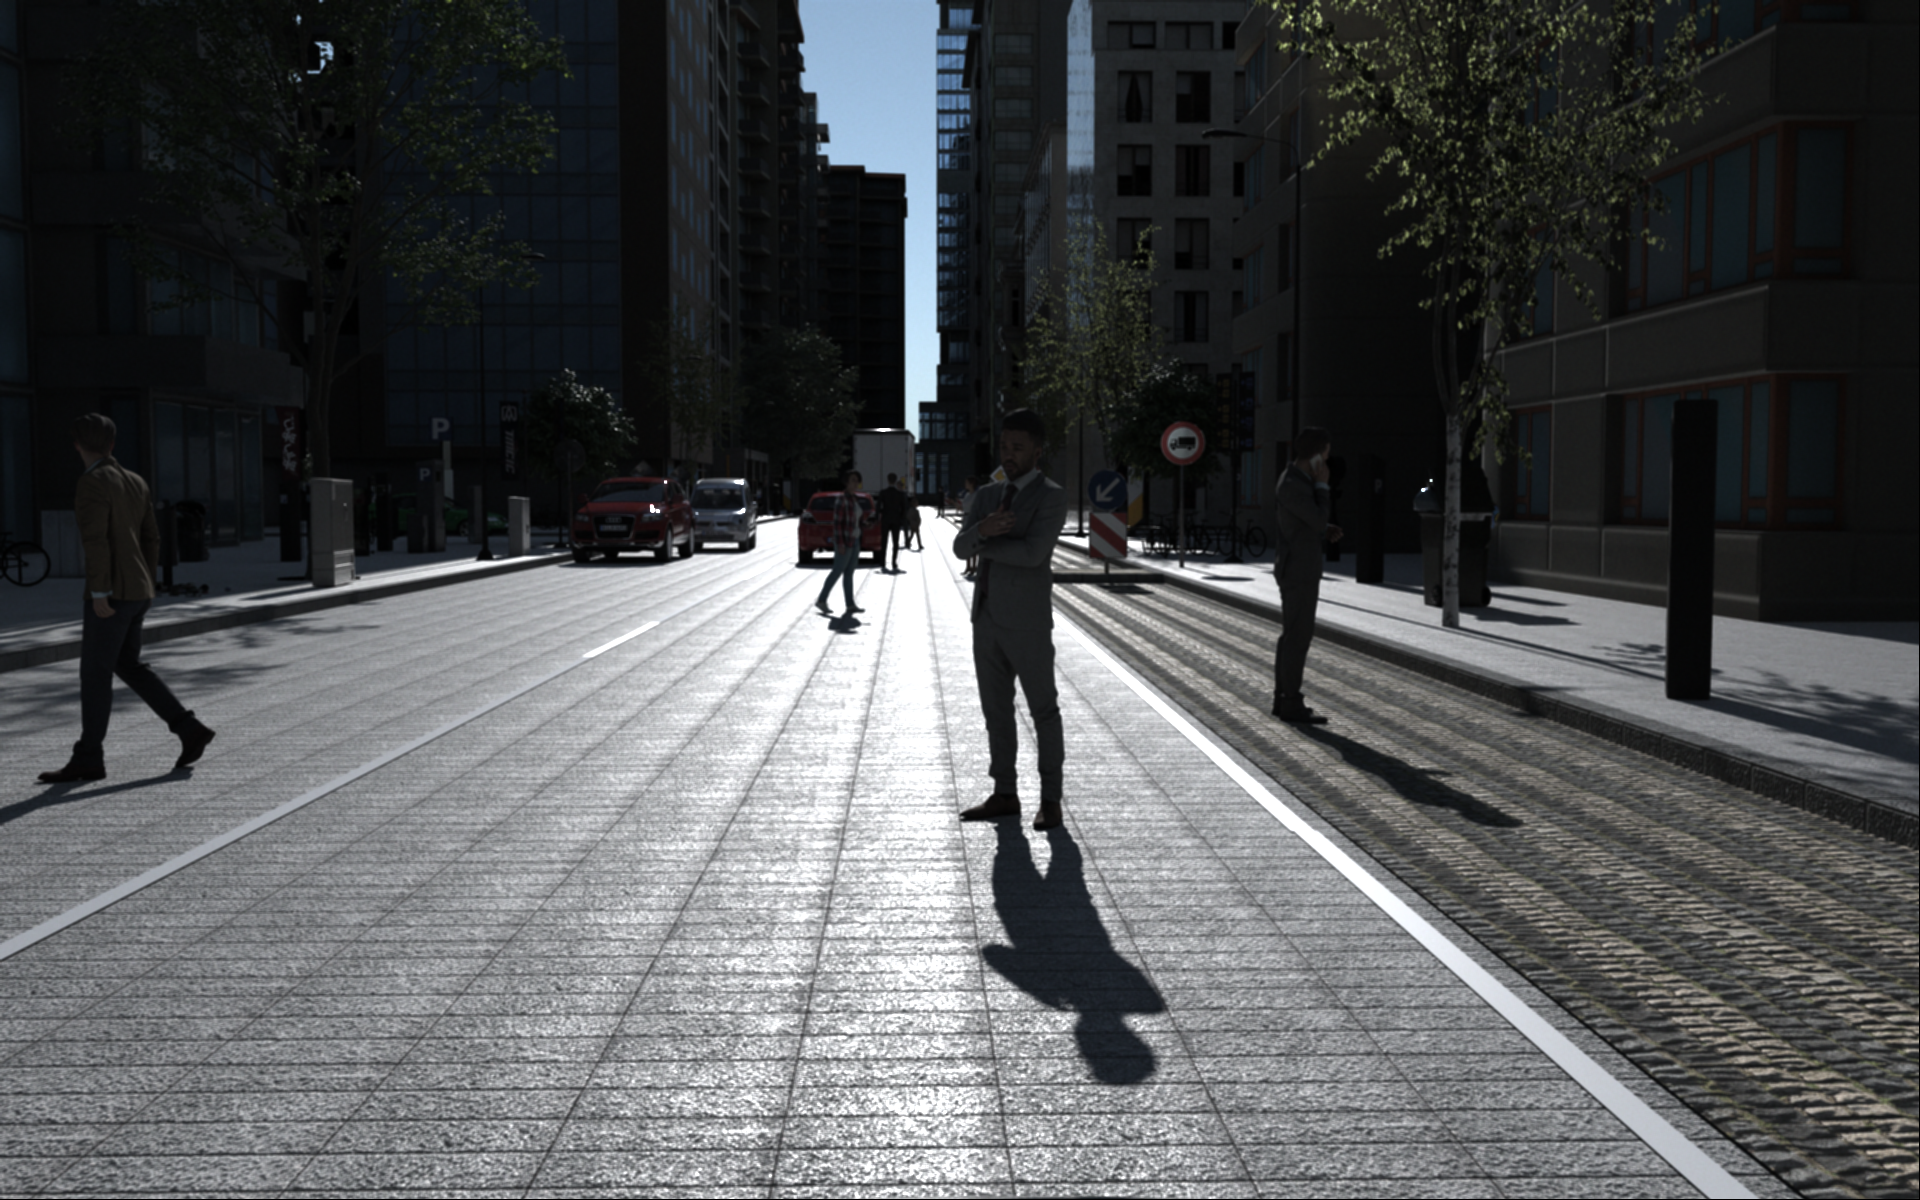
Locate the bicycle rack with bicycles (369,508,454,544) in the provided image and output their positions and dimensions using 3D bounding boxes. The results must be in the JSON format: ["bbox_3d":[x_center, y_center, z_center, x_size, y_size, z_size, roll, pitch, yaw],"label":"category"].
[{"bbox_3d":[-14.416,-1.924,44.841,2.852,0.926,2.925,-1,4,-15],"label":"bicycle rack with bicycles"}]

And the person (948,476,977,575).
[{"bbox_3d":[0.099,-1.320,30.647,0.524,1.755,0.480,-2,4,-32],"label":"person"}]

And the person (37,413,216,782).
[{"bbox_3d":[-4.278,-0.027,8.845,0.836,1.842,0.656,-2,4,-32],"label":"person"}]

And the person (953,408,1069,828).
[{"bbox_3d":[0.209,0.071,7.525,0.511,1.800,0.466,2,4,26],"label":"person"}]

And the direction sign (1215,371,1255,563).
[{"bbox_3d":[5.126,-2.467,32.333,0.379,3.537,0.876,-3,5,-44],"label":"direction sign"}]

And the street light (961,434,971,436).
[{"bbox_3d":[0.789,-9.887,134.188,1.470,5.913,1.316,0,4,-2],"label":"street light"}]

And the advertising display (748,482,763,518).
[{"bbox_3d":[-10.875,-5.280,91.535,0.974,1.923,0.123,1,4,17],"label":"advertising display"}]

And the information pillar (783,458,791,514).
[{"bbox_3d":[-10.973,-7.250,109.895,0.504,3.616,0.183,1,4,11],"label":"information pillar"}]

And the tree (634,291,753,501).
[{"bbox_3d":[-9.854,-6.938,63.798,4.737,8.622,4.395,0,3,0],"label":"tree"}]

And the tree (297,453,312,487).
[{"bbox_3d":[-35.378,-6.530,90.478,4.285,4.588,4.351,0,3,0],"label":"tree"}]

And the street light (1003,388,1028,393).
[{"bbox_3d":[2.486,-6.308,75.678,1.470,5.913,1.316,0,4,-2],"label":"street light"}]

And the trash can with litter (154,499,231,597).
[{"bbox_3d":[-10.288,-0.688,22.309,1.678,1.210,2.233,-2,4,-31],"label":"trash can with litter"}]

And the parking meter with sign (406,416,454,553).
[{"bbox_3d":[-11.695,-2.562,38.152,0.543,3.016,1.738,0,4,3],"label":"parking meter with sign"}]

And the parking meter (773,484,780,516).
[{"bbox_3d":[-10.778,-5.873,101.734,0.255,1.863,0.399,-3,4,-38],"label":"parking meter"}]

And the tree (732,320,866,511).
[{"bbox_3d":[-12.027,-13.509,127.527,9.857,13.997,8.962,0,3,0],"label":"tree"}]

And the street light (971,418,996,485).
[{"bbox_3d":[1.597,-8.122,105.343,1.470,5.913,1.316,0,4,-2],"label":"street light"}]

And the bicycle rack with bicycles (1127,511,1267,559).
[{"bbox_3d":[4.601,-1.373,35.830,2.852,0.926,2.925,-1,4,-23],"label":"bicycle rack with bicycles"}]

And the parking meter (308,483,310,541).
[{"bbox_3d":[-14.722,-1.904,39.546,0.372,1.533,0.369,0,3,0],"label":"parking meter"}]

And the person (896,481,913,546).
[{"bbox_3d":[-1.589,-2.396,47.852,0.661,1.801,0.590,-3,5,-40],"label":"person"}]

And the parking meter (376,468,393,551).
[{"bbox_3d":[-12.945,-2.032,38.941,0.255,1.863,0.399,0,3,0],"label":"parking meter"}]

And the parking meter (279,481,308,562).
[{"bbox_3d":[-12.727,-1.498,32.909,0.372,1.533,0.369,0,3,0],"label":"parking meter"}]

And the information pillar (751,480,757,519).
[{"bbox_3d":[-10.775,-5.237,90.117,0.304,2.012,0.304,2,4,32],"label":"information pillar"}]

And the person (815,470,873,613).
[{"bbox_3d":[-1.396,-0.711,20.961,0.643,1.720,0.563,1,4,22],"label":"person"}]

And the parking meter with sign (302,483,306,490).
[{"bbox_3d":[-44.517,-7.451,118.084,1.738,3.016,0.543,0,4,-4],"label":"parking meter with sign"}]

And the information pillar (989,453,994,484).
[{"bbox_3d":[1.798,-6.596,99.202,0.183,3.616,0.504,2,4,24],"label":"information pillar"}]

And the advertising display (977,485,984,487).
[{"bbox_3d":[1.425,-6.989,119.478,0.123,1.923,0.974,2,4,29],"label":"advertising display"}]

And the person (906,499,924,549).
[{"bbox_3d":[-1.191,-1.966,44.919,0.475,1.303,0.640,2,4,35],"label":"person"}]

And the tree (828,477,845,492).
[{"bbox_3d":[-13.674,-12.001,190.824,1.663,3.219,1.824,0,3,0],"label":"tree"}]

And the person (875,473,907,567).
[{"bbox_3d":[-1.383,-1.569,33.930,0.659,1.850,0.755,-1,4,-11],"label":"person"}]

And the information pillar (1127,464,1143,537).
[{"bbox_3d":[5.231,-3.690,51.690,0.504,3.616,0.183,2,4,32],"label":"information pillar"}]

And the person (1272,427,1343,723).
[{"bbox_3d":[2.198,-0.161,10.938,0.447,1.846,0.655,0,4,2],"label":"person"}]

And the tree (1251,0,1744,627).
[{"bbox_3d":[4.983,-4.042,16.456,4.360,8.622,3.978,0,3,0],"label":"tree"}]

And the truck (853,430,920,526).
[{"bbox_3d":[-3.408,-5.638,81.094,2.839,4.237,11.283,0,4,0],"label":"truck"}]

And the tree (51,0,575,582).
[{"bbox_3d":[-9.415,-6.096,25.419,9.928,11.665,9.643,0,3,0],"label":"tree"}]

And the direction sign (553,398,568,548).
[{"bbox_3d":[-9.497,-3.003,41.093,0.379,3.537,0.876,-2,4,-27],"label":"direction sign"}]

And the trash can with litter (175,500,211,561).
[{"bbox_3d":[-14.665,-1.322,33.006,0.624,1.170,1.055,-1,4,-14],"label":"trash can with litter"}]

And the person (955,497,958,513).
[{"bbox_3d":[-0.189,-7.013,127.851,0.352,1.250,0.332,0,4,6],"label":"person"}]

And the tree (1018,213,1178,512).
[{"bbox_3d":[3.788,-5.783,44.909,4.360,8.622,3.978,0,3,0],"label":"tree"}]

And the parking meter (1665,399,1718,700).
[{"bbox_3d":[4.612,-0.319,10.928,0.255,1.863,0.399,1,4,20],"label":"parking meter"}]

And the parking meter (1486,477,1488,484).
[{"bbox_3d":[6.757,-0.883,22.855,0.372,1.533,0.369,0,3,0],"label":"parking meter"}]

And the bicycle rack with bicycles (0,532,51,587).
[{"bbox_3d":[-14.122,-0.645,23.931,2.925,0.926,2.852,-1,4,-10],"label":"bicycle rack with bicycles"}]

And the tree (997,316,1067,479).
[{"bbox_3d":[3.694,-7.488,72.789,4.737,8.622,4.395,0,3,0],"label":"tree"}]

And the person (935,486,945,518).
[{"bbox_3d":[-1.179,-5.834,103.241,0.474,1.900,0.648,-2,4,-30],"label":"person"}]

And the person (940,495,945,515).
[{"bbox_3d":[-1.240,-6.522,115.227,0.391,1.810,0.635,-3,5,-42],"label":"person"}]

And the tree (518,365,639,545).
[{"bbox_3d":[-9.902,-3.698,44.168,4.285,4.588,4.351,0,3,0],"label":"tree"}]

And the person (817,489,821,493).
[{"bbox_3d":[-10.208,-7.168,125.883,0.537,1.800,0.526,1,4,12],"label":"person"}]

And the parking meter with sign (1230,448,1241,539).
[{"bbox_3d":[7.779,-3.167,48.048,0.543,3.016,1.738,1,4,18],"label":"parking meter with sign"}]

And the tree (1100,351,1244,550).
[{"bbox_3d":[5.030,-3.436,39.900,4.285,4.588,4.351,0,3,0],"label":"tree"}]

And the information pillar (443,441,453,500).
[{"bbox_3d":[-17.389,-4.124,58.782,0.504,3.616,0.183,2,4,33],"label":"information pillar"}]

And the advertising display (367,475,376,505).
[{"bbox_3d":[-19.413,-3.219,57.845,0.123,1.923,0.974,1,4,19],"label":"advertising display"}]

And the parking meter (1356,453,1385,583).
[{"bbox_3d":[5.944,-1.183,25.057,0.399,1.863,0.255,-3,5,-43],"label":"parking meter"}]

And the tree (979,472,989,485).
[{"bbox_3d":[2.389,-8.741,137.508,1.663,3.219,1.824,0,3,0],"label":"tree"}]

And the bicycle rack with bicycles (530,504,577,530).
[{"bbox_3d":[-14.968,-3.022,62.797,2.925,0.926,2.852,2,4,30],"label":"bicycle rack with bicycles"}]
